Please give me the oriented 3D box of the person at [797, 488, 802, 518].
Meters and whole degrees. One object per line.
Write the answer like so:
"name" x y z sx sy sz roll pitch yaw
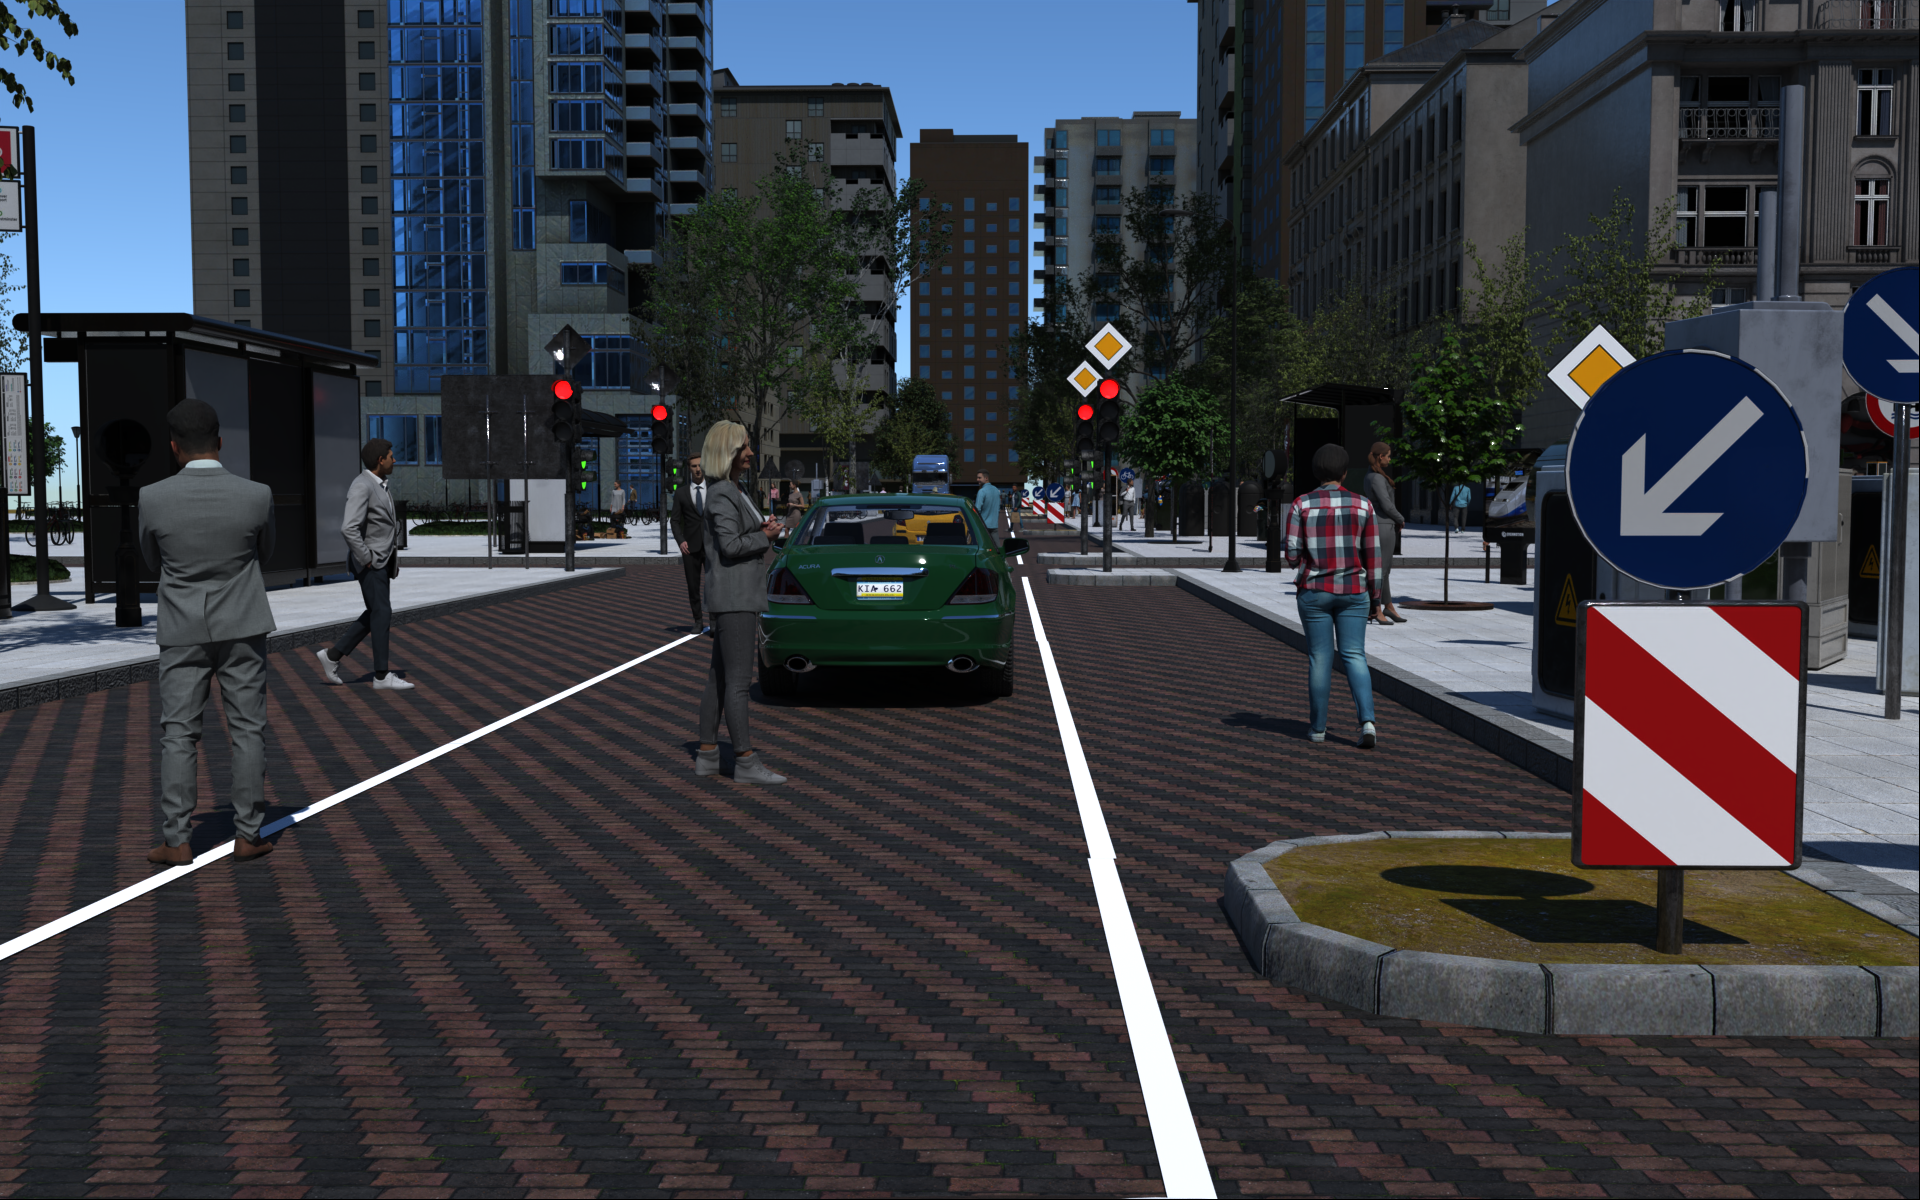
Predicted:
"person" -6.397 -3.791 68.246 0.641 1.798 0.478 0 4 6

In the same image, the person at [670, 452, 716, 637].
"person" -2.590 -0.561 17.457 0.659 1.850 0.755 -1 4 -9

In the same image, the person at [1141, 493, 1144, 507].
"person" 18.439 -10.092 174.230 0.628 1.438 0.799 0 4 -7

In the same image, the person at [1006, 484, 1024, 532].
"person" 2.099 -3.454 64.955 0.713 1.824 0.794 -1 4 -17

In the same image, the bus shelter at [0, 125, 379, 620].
"bus shelter" -9.868 -2.685 21.536 2.179 5.291 8.768 0 4 1

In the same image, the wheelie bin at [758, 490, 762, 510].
"wheelie bin" -10.127 -4.743 85.452 0.693 1.594 0.980 -1 4 -8

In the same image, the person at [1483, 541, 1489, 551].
"person" 11.868 -1.942 37.896 0.778 1.811 0.616 1 4 10

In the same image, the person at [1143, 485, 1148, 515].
"person" 10.469 -5.558 97.165 0.529 1.795 0.600 0 4 -5

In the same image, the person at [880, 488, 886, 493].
"person" -5.026 -6.567 114.349 0.756 1.711 0.436 2 4 35

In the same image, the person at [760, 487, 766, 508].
"person" -15.076 -7.659 131.294 1.348 1.821 0.705 3 5 43

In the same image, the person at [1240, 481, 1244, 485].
"person" 11.210 -3.848 69.180 0.478 1.798 0.641 0 4 -4

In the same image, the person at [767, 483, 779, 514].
"person" -8.854 -4.644 81.980 0.555 1.821 0.388 0 4 -7

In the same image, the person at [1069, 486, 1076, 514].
"person" 7.178 -6.411 111.042 0.526 1.800 0.537 -1 4 -15

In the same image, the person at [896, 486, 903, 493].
"person" -3.055 -4.898 88.357 0.659 1.850 0.755 1 4 21

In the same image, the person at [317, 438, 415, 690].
"person" -4.409 -0.270 12.768 0.795 1.843 0.661 0 4 1

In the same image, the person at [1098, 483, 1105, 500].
"person" 5.983 -4.005 71.859 0.374 1.781 0.599 -3 4 -36

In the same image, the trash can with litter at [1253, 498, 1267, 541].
"trash can with litter" 8.307 -2.211 47.534 0.624 1.170 1.055 0 4 3

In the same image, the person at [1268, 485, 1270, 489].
"person" 18.728 -6.055 105.266 0.699 1.804 1.509 0 4 -6

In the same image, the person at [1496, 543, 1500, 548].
"person" 12.876 -2.121 40.993 0.573 1.790 0.520 -2 4 -29

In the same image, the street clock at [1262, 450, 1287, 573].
"street clock" 5.126 -1.450 28.273 0.358 2.002 0.471 -1 4 -17

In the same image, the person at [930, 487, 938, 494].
"person" -1.302 -4.747 86.297 0.537 1.800 0.526 -1 4 -8

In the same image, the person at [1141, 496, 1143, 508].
"person" 17.007 -9.565 162.953 0.721 1.766 1.217 -1 4 -12

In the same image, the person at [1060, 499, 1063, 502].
"person" 8.689 -8.693 148.317 0.705 1.807 1.348 1 4 10

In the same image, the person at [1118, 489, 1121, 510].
"person" 13.187 -8.361 143.576 1.217 1.723 0.721 -1 4 -13

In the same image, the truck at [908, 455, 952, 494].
"truck" -1.828 -8.260 124.803 2.967 4.110 18.799 0 4 1

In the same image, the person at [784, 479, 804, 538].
"person" -4.029 -1.997 41.497 0.599 1.781 0.374 3 5 40

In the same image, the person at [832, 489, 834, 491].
"person" -13.119 -10.594 179.125 0.709 1.838 0.599 -1 4 -8

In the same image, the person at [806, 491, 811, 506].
"person" -16.764 -11.252 192.571 0.705 1.812 1.348 1 4 15

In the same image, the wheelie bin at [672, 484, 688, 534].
"wheelie bin" -8.715 -2.885 55.075 0.980 1.594 0.693 1 4 19

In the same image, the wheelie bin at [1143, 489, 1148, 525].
"wheelie bin" 7.273 -3.529 65.601 0.693 1.594 0.980 0 4 0

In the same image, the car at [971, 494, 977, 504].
"car" 1.825 -8.395 147.050 2.009 1.686 4.222 0 4 1

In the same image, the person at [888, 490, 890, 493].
"person" -7.635 -11.005 186.681 1.217 1.736 0.721 0 4 2

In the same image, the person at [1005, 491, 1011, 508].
"person" 4.982 -9.976 172.423 1.217 1.723 0.721 2 4 25

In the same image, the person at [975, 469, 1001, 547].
"person" 0.456 -1.219 28.286 0.638 1.841 0.748 -2 4 -34

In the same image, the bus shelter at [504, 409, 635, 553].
"bus shelter" -9.083 -2.822 40.057 2.014 3.302 5.546 0 4 1

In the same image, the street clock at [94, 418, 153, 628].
"street clock" -8.045 -0.742 16.702 0.471 2.002 0.358 -3 5 -42

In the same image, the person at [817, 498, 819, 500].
"person" -11.050 -7.982 136.566 1.348 1.823 0.705 0 4 8

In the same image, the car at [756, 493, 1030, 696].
"car" -0.498 -0.118 13.735 2.131 1.459 4.920 0 4 1

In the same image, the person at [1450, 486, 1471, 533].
"person" 16.366 -3.095 56.666 0.660 1.820 0.620 1 4 10

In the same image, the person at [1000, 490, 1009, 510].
"person" 3.905 -8.974 155.306 1.350 1.814 0.705 0 4 6

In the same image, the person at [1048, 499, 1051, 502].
"person" 7.481 -8.396 143.325 0.705 1.822 1.348 0 4 -3

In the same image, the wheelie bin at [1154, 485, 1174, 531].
"wheelie bin" 7.194 -3.239 60.860 0.693 1.594 0.980 1 4 10

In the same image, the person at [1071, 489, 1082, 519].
"person" 6.075 -5.141 90.184 0.778 1.811 0.616 -2 4 -35

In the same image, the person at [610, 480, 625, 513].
"person" -11.070 -3.006 55.940 0.466 1.731 0.760 -2 4 -29

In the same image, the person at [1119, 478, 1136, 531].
"person" 5.825 -3.317 60.384 0.679 1.850 0.850 -2 4 -30

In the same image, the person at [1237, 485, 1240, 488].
"person" 16.731 -5.841 101.753 1.509 1.804 0.699 3 5 44

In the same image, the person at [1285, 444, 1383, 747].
"person" 2.142 -0.037 9.935 0.563 1.720 0.643 0 4 4

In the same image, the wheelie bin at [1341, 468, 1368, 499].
"wheelie bin" 4.784 -0.826 21.409 0.980 1.594 0.693 3 4 37

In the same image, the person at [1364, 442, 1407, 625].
"person" 4.233 -0.655 17.029 0.573 1.790 0.520 -1 4 -14

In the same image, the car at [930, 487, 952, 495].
"car" -0.603 -1.867 40.756 2.015 1.641 3.980 0 4 3

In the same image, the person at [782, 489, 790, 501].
"person" -17.655 -10.434 176.653 1.348 1.822 0.705 0 4 4

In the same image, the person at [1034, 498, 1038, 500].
"person" 7.869 -10.145 175.144 0.991 1.433 0.599 3 5 39

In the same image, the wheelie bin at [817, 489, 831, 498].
"wheelie bin" -8.454 -6.116 107.907 0.980 1.594 0.693 -1 4 -11

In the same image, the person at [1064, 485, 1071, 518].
"person" 5.610 -5.201 91.648 0.524 1.755 0.480 -3 5 -40

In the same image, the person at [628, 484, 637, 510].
"person" -18.901 -5.756 100.056 0.656 1.842 0.836 1 4 14

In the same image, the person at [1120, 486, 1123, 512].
"person" 11.561 -7.172 123.269 0.705 1.831 1.348 0 4 2

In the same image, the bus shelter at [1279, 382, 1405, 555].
"bus shelter" 8.602 -2.946 39.450 1.731 3.624 6.357 0 4 1
